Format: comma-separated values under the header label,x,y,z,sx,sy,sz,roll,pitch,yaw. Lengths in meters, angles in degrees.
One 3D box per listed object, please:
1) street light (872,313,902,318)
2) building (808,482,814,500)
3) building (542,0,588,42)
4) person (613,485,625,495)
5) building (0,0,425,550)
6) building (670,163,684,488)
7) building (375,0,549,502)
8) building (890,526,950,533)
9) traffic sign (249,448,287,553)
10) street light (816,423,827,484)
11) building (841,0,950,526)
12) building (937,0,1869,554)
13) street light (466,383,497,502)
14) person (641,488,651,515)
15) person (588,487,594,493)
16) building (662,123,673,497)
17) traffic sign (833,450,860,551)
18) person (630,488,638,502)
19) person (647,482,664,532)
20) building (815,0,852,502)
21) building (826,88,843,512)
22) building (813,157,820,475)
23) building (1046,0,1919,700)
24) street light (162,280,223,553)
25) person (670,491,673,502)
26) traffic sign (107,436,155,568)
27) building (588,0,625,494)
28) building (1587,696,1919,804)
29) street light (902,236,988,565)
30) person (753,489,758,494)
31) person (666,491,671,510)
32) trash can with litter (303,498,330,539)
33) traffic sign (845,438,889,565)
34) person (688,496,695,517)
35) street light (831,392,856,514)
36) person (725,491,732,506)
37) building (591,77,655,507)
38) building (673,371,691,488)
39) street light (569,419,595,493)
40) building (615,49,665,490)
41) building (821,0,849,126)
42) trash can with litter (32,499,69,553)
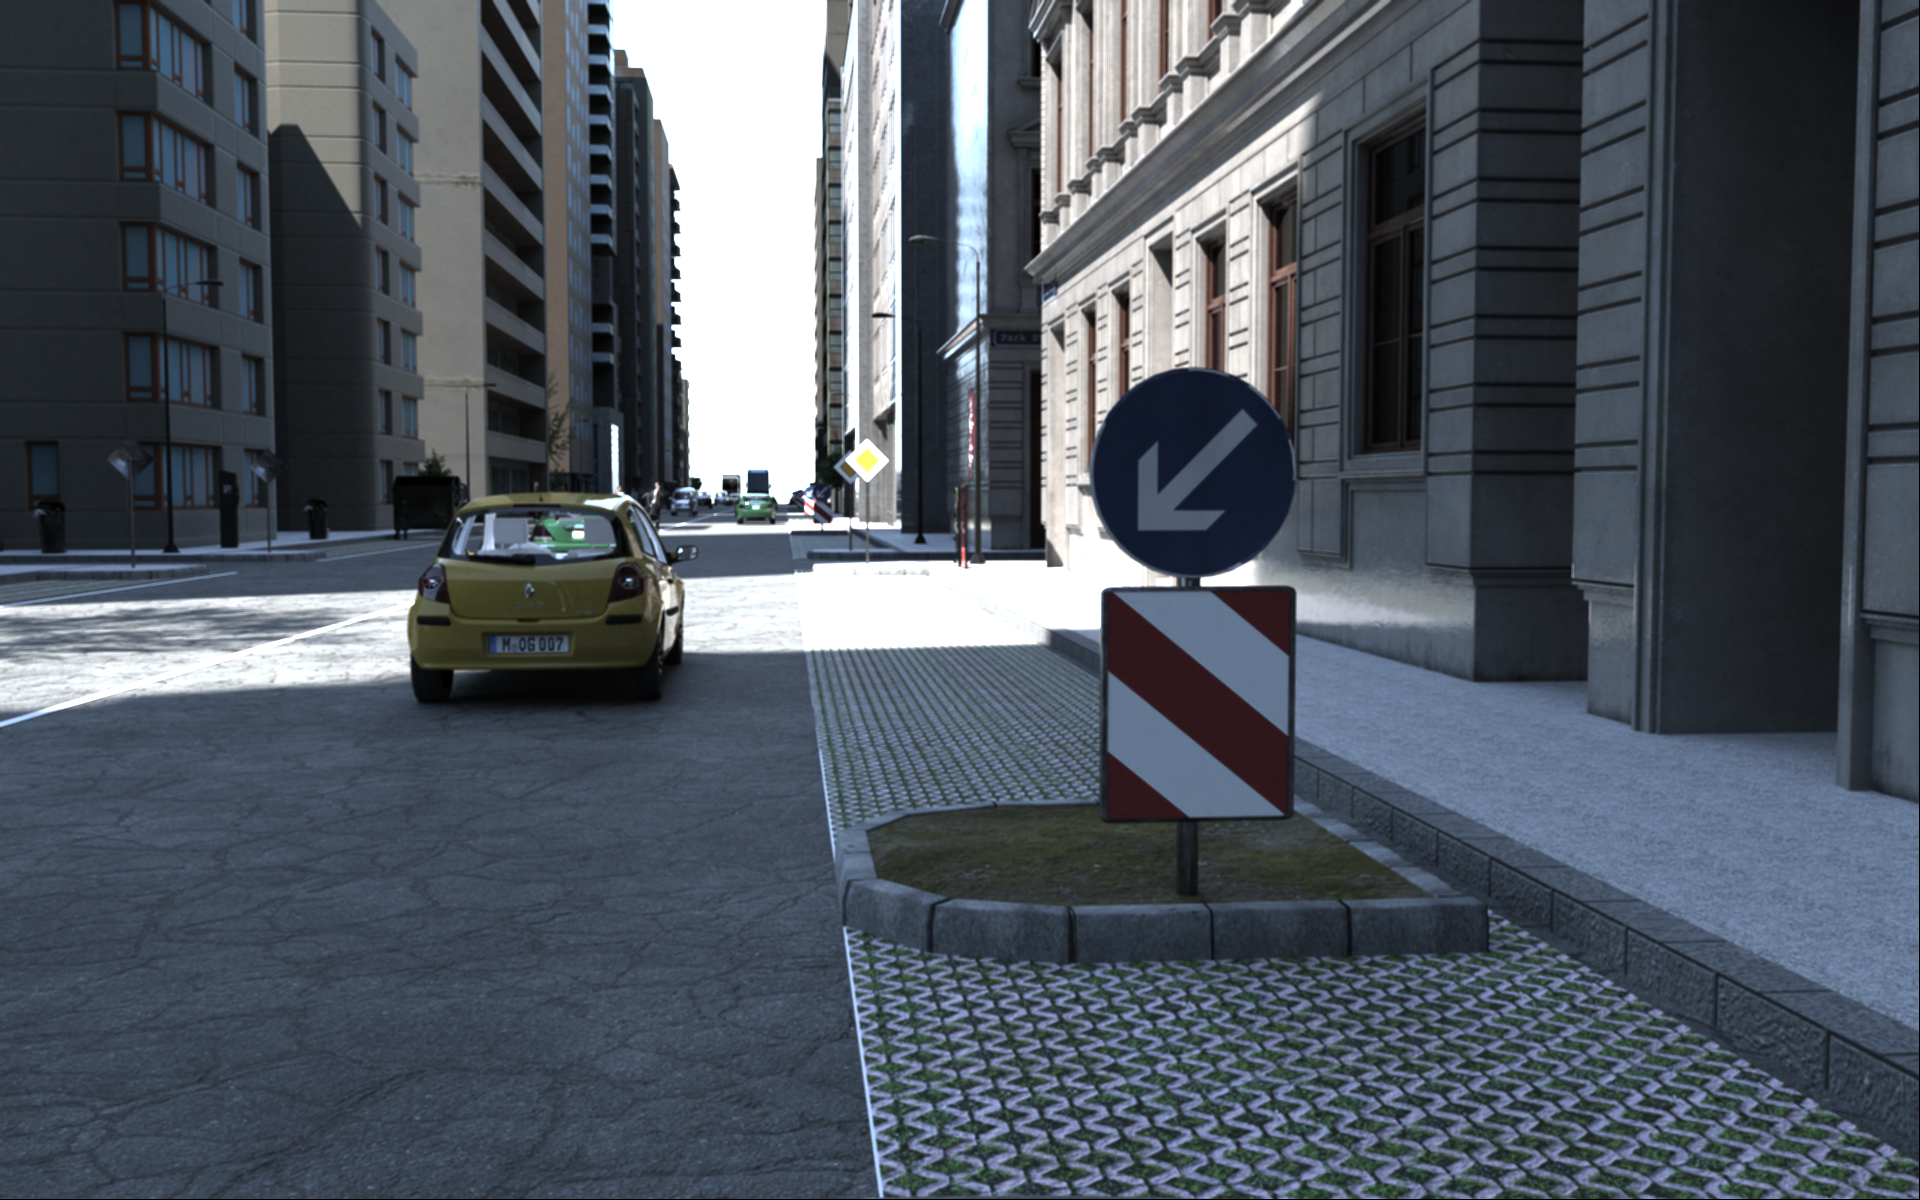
label,x,y,z,sx,sy,sz,roll,pitch,yaw
street light,-1.564,-4.407,44.600,1.470,5.913,1.316,0,4,-6
building,-6.797,-34.886,262.272,32.217,40.220,23.993,0,4,-6
building,-33.230,-28.690,119.192,14.600,45.320,14.200,0,4,-6
person,-15.863,-4.389,80.359,0.679,1.850,0.850,0,4,-7
building,-33.462,-12.676,52.297,27.650,21.520,28.899,0,4,-6
building,-47.256,-34.746,222.727,22.147,44.769,28.867,0,4,-6
building,-32.726,-28.208,84.903,21.300,48.544,21.600,0,4,-6
building,3.062,-15.169,66.043,12.078,24.808,19.932,0,4,-6
traffic sign,-15.163,-2.099,37.969,0.795,2.450,0.064,0,4,-6
street light,-8.621,-8.637,113.756,1.470,5.913,1.316,0,4,-6
building,0.457,-16.437,86.763,12.078,24.808,19.932,0,4,-6
building,9.902,-12.769,44.923,21.152,22.565,11.583,0,4,-6
street light,-20.111,-6.126,72.702,1.470,5.913,1.316,0,4,-6
person,-21.154,-6.695,118.050,1.350,1.814,0.705,1,4,13
person,-17.814,-4.534,83.226,0.643,1.750,0.593,0,4,4
building,-41.082,-33.738,201.731,14.600,45.320,14.200,0,4,-6
traffic sign,-2.481,-2.176,39.228,0.795,2.450,0.064,0,4,-6
person,-19.881,-5.925,105.477,0.635,1.810,0.391,2,4,28
person,-11.496,-3.526,65.509,0.648,1.900,0.474,-1,4,-14
building,-7.841,-47.572,216.049,20.563,71.187,20.611,0,4,-6
building,-2.787,-21.751,127.334,14.160,30.474,14.107,0,4,-6
building,-9.214,-37.558,237.775,21.300,48.544,21.600,0,4,-6
building,7.447,-11.323,21.280,11.583,22.565,21.152,0,4,-6
street light,-16.662,-3.981,37.635,1.470,5.913,1.316,0,4,-6
person,-25.650,-8.886,154.574,1.217,1.735,0.721,3,5,40
traffic sign,-14.358,-1.614,30.024,0.795,2.450,0.064,0,4,-6
building,-38.537,-50.621,140.326,22.319,86.520,31.000,0,4,-6
building,9.577,-10.038,0.276,11.583,22.565,21.152,0,4,-6
street light,-0.212,-3.599,31.381,1.470,5.913,1.316,0,4,-6
person,-17.560,-8.574,148.641,1.348,1.831,0.705,-1,4,-16
person,-25.569,-8.738,152.162,0.445,1.727,0.742,0,4,0
trash can with litter,-18.278,-2.315,49.233,0.624,1.170,1.055,-1,4,-13
traffic sign,-1.677,-1.691,31.283,0.795,2.450,0.064,0,4,-6
person,-16.825,-5.865,108.667,0.640,1.303,0.475,2,4,34
street light,-5.176,-6.526,79.246,1.470,5.913,1.316,0,4,-6
person,-28.289,-12.491,212.804,1.350,1.814,0.705,-3,5,-40
building,-36.773,-29.413,164.502,14.154,41.232,14.086,0,4,-6
building,-53.874,-24.875,251.745,27.650,21.520,28.899,0,4,-6
street light,-23.693,-8.270,107.756,1.470,5.913,1.316,0,4,-6
building,-38.810,-32.309,178.360,14.600,45.320,14.200,0,4,-6
building,-2.258,-33.136,165.474,21.300,48.544,21.600,0,4,-6
trash can with litter,-19.711,-1.601,37.564,0.624,1.170,1.055,-1,4,-21
